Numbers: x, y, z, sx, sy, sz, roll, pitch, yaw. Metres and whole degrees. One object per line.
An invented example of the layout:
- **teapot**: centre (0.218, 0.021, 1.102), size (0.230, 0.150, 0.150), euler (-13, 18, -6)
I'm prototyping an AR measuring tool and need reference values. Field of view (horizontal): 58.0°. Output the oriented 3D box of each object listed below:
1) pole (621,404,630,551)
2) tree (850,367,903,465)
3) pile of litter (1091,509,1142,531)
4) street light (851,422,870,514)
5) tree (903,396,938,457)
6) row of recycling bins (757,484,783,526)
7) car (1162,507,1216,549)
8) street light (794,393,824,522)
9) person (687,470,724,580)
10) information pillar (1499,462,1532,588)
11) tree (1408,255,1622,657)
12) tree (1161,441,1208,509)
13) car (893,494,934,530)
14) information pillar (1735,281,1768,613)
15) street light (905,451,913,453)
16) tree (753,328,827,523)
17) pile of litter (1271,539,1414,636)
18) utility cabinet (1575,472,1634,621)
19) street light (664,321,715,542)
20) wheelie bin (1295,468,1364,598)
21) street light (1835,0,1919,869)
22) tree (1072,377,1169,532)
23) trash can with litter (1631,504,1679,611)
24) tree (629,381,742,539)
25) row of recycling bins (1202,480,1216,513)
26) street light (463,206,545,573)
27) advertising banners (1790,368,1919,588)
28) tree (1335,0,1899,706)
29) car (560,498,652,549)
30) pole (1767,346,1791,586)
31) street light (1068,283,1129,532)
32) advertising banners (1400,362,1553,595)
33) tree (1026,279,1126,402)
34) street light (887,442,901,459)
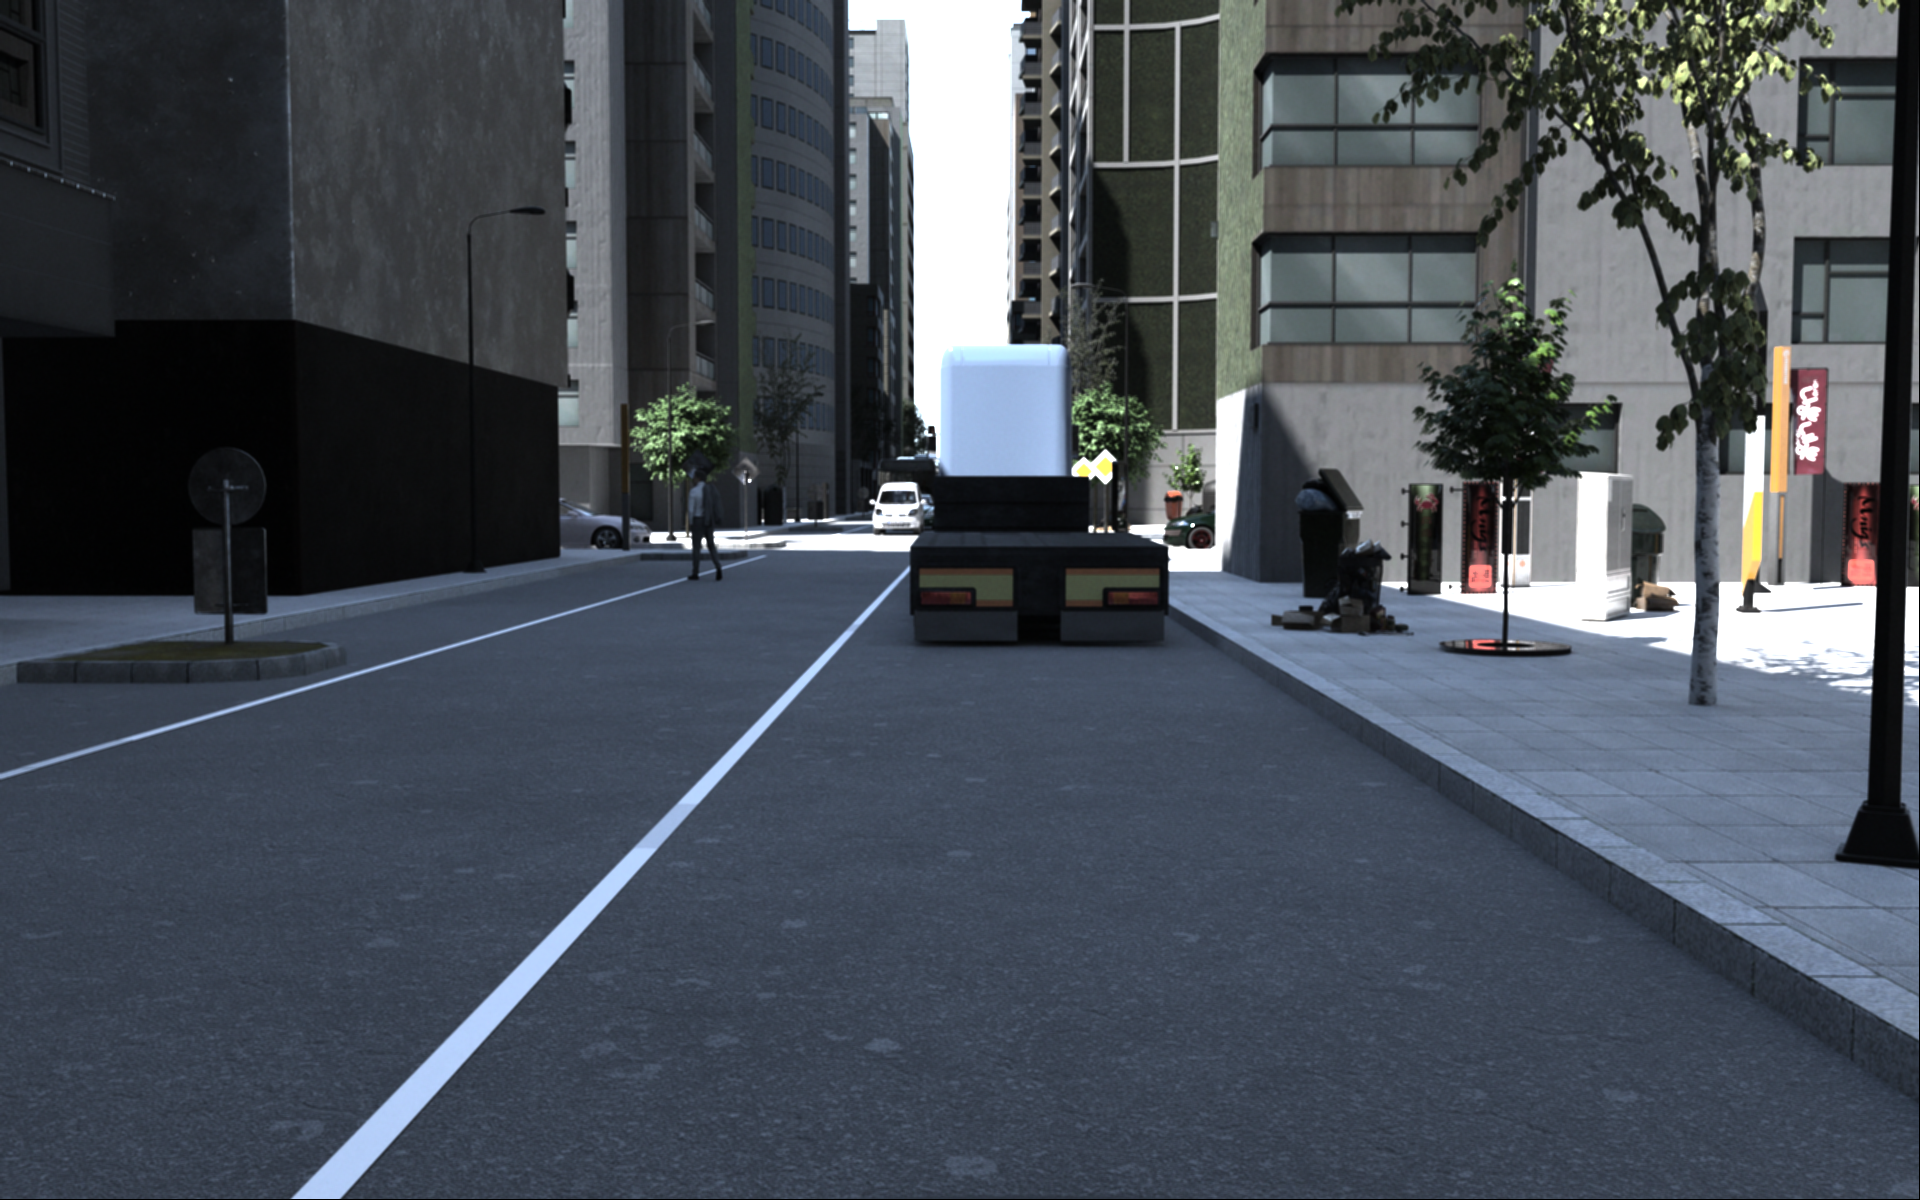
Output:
- **pole**: centre (-7.592, -2.782, 39.322), size (0.158, 3.312, 0.155), euler (0, 3, 0)
- **tree**: centre (-8.067, -11.212, 117.721), size (8.767, 10.594, 7.601), euler (0, 4, -6)
- **pile of litter**: centre (5.446, -2.823, 60.122), size (1.719, 0.858, 1.176), euler (1, 4, 15)
- **street light**: centre (-6.478, -8.517, 111.793), size (1.470, 5.913, 1.316), euler (0, 4, 1)
- **tree**: centre (-6.747, -17.204, 198.291), size (9.611, 12.733, 9.660), euler (0, 3, 0)
- **row of recycling bins**: centre (-8.998, -3.909, 71.029), size (3.534, 1.692, 1.069), euler (0, 4, 5)
- **car**: centre (7.129, -2.029, 42.953), size (4.222, 1.686, 2.009), euler (0, 4, 2)
- **street light**: centre (-6.917, -6.533, 79.362), size (1.470, 5.913, 1.316), euler (0, 4, 1)
- **person**: centre (-4.234, -1.238, 28.836), size (0.679, 1.850, 0.850), euler (-3, 5, -42)
- **information pillar**: centre (7.596, -1.172, 23.654), size (0.304, 2.012, 0.304), euler (-1, 4, -23)
- **tree**: centre (4.588, -1.193, 14.103), size (1.663, 3.219, 1.824), euler (0, 3, 0)
- **tree**: centre (8.156, -4.041, 60.672), size (1.663, 3.219, 1.824), euler (0, 3, 0)
- **car**: centre (-1.785, -3.548, 69.816), size (2.131, 1.459, 4.920), euler (0, 4, -1)
- **information pillar**: centre (8.527, -1.666, 18.590), size (0.183, 3.616, 0.504), euler (1, 4, 12)
- **street light**: centre (-5.708, -13.178, 188.005), size (1.470, 5.913, 1.316), euler (0, 4, 1)
- **tree**: centre (-7.921, -7.672, 75.802), size (4.360, 8.622, 3.978), euler (0, 3, 0)
- **pile of litter**: centre (3.614, -0.151, 16.429), size (1.176, 0.858, 1.719), euler (0, 4, -6)
- **utility cabinet**: centre (6.640, -0.558, 17.801), size (0.318, 1.500, 1.173), euler (2, 4, 33)
- **street light**: centre (-7.258, -4.529, 46.585), size (1.470, 5.913, 1.316), euler (0, 4, 1)
- **wheelie bin**: centre (4.570, -0.832, 21.518), size (0.693, 1.594, 0.980), euler (2, 4, 32)
- **street light**: centre (2.707, -2.042, 5.931), size (1.470, 5.913, 1.316), euler (0, 4, 1)
- **tree**: centre (4.160, -4.216, 52.639), size (4.285, 4.588, 4.351), euler (0, 3, 0)
- **trash can with litter**: centre (7.722, -0.488, 19.365), size (0.624, 1.170, 1.055), euler (0, 4, -4)
- **tree**: centre (-8.041, -4.086, 50.512), size (4.285, 4.588, 4.351), euler (0, 3, 0)
- **row of recycling bins**: centre (8.525, -2.741, 51.933), size (1.069, 1.692, 3.534), euler (3, 5, 43)
- **street light**: centre (-7.393, -3.400, 28.131), size (1.470, 5.913, 1.316), euler (0, 4, 1)
- **advertising banners**: centre (12.495, -1.694, 23.883), size (2.074, 3.025, 0.090), euler (1, 4, 20)
- **tree**: centre (4.301, -3.667, 10.313), size (4.737, 8.622, 4.395), euler (0, 3, 0)
- **car**: centre (-10.197, -1.911, 43.608), size (4.827, 1.381, 2.083), euler (0, 4, -1)
- **pole**: centre (11.389, -1.849, 24.075), size (0.158, 3.312, 0.155), euler (0, 3, 0)
- **street light**: centre (3.141, -4.022, 38.299), size (1.470, 5.913, 1.316), euler (0, 4, 1)
- **advertising banners**: centre (6.615, -1.585, 22.096), size (2.074, 3.025, 0.090), euler (-1, 4, -12)
- **tree**: centre (3.888, -6.674, 59.480), size (4.360, 8.622, 3.978), euler (0, 3, 0)
- **street light**: centre (-5.984, -11.198, 155.635), size (1.470, 5.913, 1.316), euler (0, 4, 1)
